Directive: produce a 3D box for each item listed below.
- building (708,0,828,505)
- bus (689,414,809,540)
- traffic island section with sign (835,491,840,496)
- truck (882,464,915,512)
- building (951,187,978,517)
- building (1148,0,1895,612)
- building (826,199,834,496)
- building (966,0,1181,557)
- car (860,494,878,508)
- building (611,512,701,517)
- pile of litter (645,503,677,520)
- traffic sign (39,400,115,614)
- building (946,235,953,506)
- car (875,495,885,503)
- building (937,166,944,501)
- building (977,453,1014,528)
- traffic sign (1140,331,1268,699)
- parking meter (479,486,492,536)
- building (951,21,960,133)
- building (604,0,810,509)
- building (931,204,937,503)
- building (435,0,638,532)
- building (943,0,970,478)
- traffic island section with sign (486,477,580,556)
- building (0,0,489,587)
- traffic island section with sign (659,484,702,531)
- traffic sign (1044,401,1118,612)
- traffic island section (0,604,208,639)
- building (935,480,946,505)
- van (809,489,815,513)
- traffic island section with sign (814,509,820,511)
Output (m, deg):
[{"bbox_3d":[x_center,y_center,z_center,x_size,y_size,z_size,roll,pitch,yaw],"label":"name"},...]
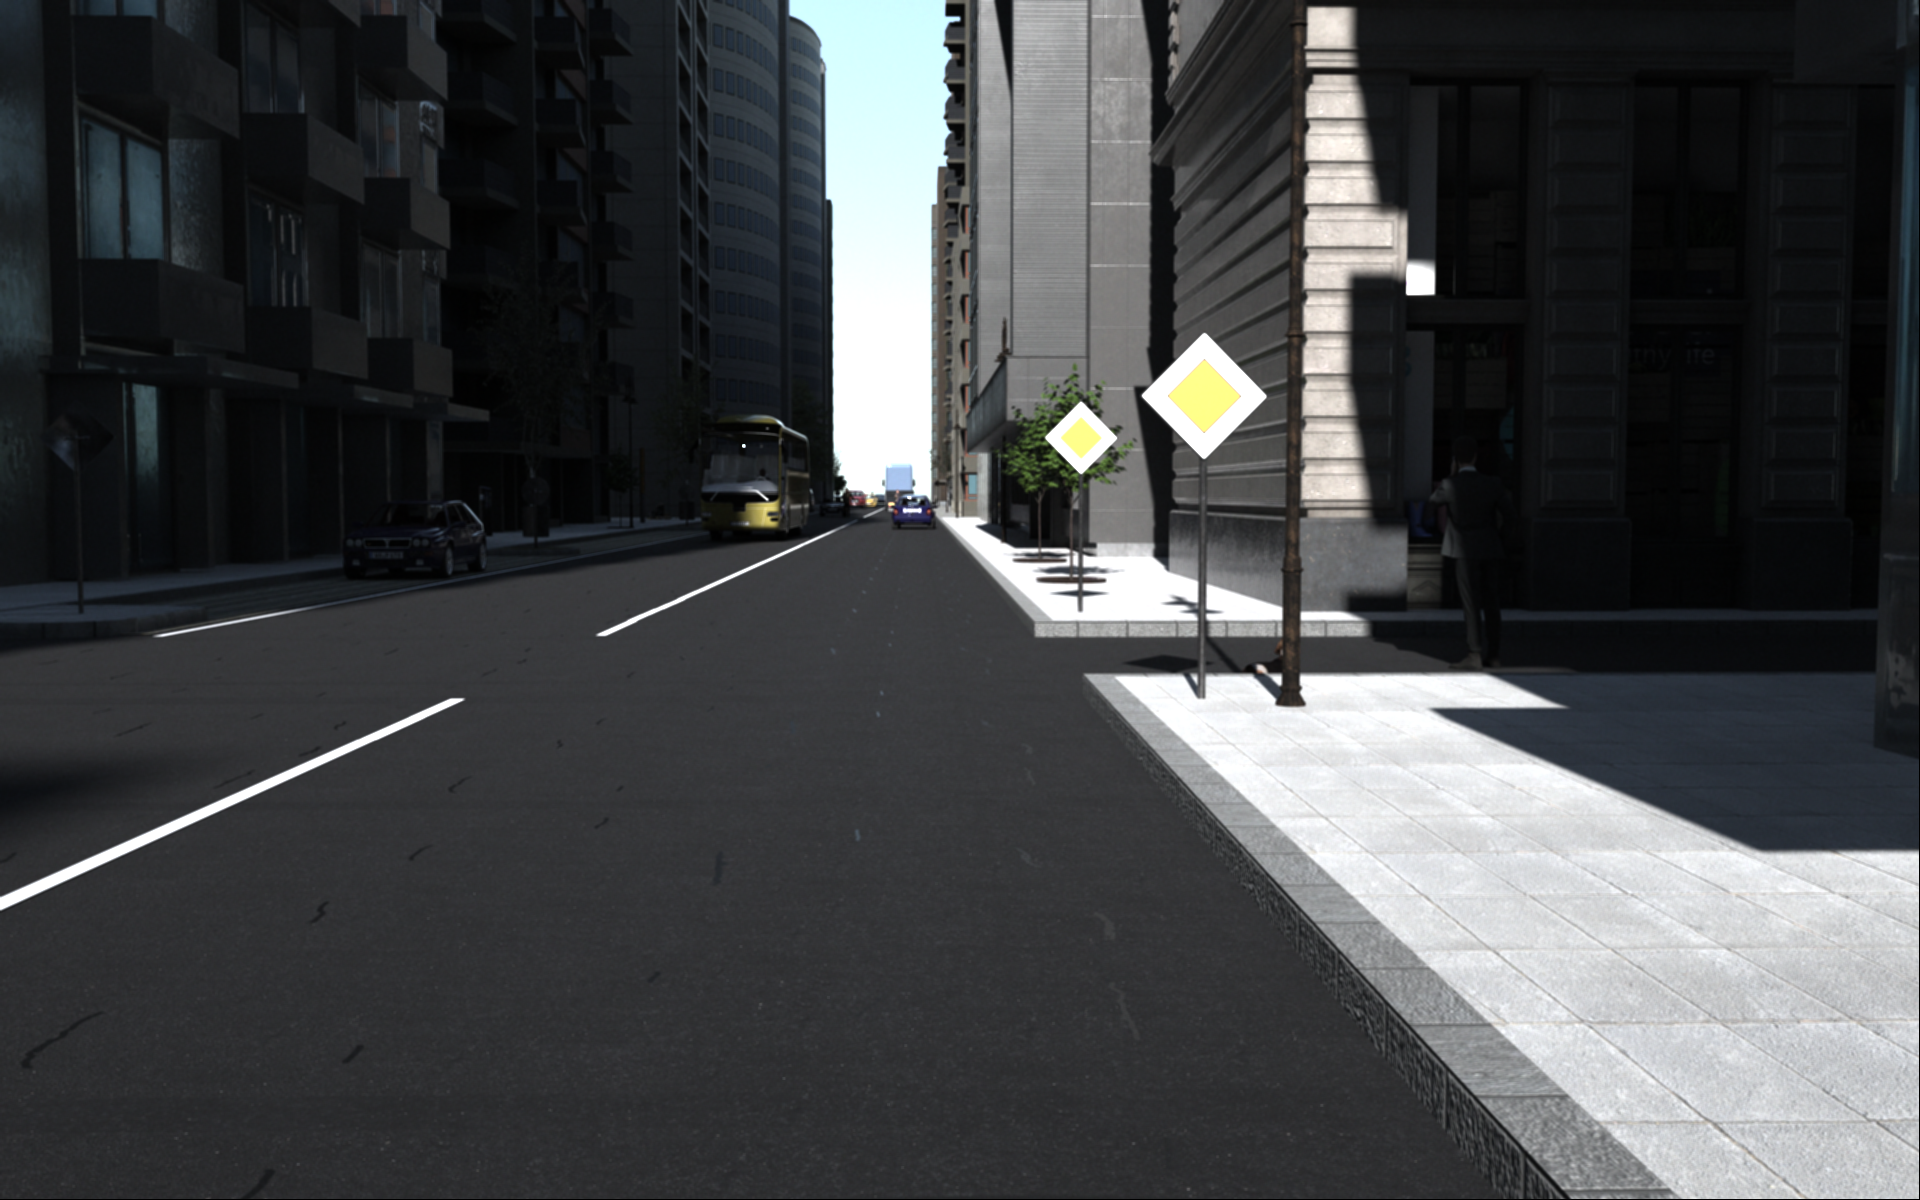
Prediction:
[{"bbox_3d":[-27.509,-40.958,211.660,21.231,58.520,28.212,0,4,-1],"label":"building"},{"bbox_3d":[-6.628,-4.001,56.963,2.896,3.916,12.252,0,4,-1],"label":"bus"},{"bbox_3d":[-14.116,-11.741,200.589,1.989,1.847,2.006,0,4,-1],"label":"traffic island section with sign"},{"bbox_3d":[-5.076,-9.652,147.562,2.967,4.110,18.799,0,4,-3],"label":"truck"},{"bbox_3d":[13.558,-16.352,112.391,27.650,21.520,28.899,0,4,-1],"label":"building"},{"bbox_3d":[12.785,-11.883,23.163,19.941,23.489,11.050,0,4,-1],"label":"building"},{"bbox_3d":[-24.396,-33.627,233.399,14.154,41.232,14.086,0,4,-1],"label":"building"},{"bbox_3d":[7.713,-14.086,49.379,14.314,24.678,30.058,0,4,-1],"label":"building"},{"bbox_3d":[-9.492,-10.395,180.184,2.015,1.641,3.980,0,3,0],"label":"car"},{"bbox_3d":[-23.541,-40.646,102.812,20.563,71.187,20.611,0,4,-1],"label":"building"},{"bbox_3d":[-15.020,-4.478,87.181,1.719,0.858,1.176,0,4,-3],"label":"pile of litter"},{"bbox_3d":[-9.434,-0.911,18.534,0.795,2.450,0.064,0,4,-1],"label":"traffic sign"},{"bbox_3d":[5.474,-25.736,192.488,14.160,30.474,14.107,0,4,-1],"label":"building"},{"bbox_3d":[-10.843,-13.703,236.407,2.083,1.381,4.827,0,4,-3],"label":"car"},{"bbox_3d":[3.879,-35.513,230.749,14.600,45.320,14.200,0,4,-1],"label":"building"},{"bbox_3d":[6.680,-18.446,79.083,11.434,29.767,29.804,0,4,-1],"label":"building"},{"bbox_3d":[1.512,-0.438,10.805,0.795,2.450,0.064,0,4,-1],"label":"traffic sign"},{"bbox_3d":[-14.450,-2.713,52.773,0.372,1.533,0.369,0,3,0],"label":"parking meter"},{"bbox_3d":[6.191,-31.344,162.581,14.600,45.320,14.200,0,4,-1],"label":"building"},{"bbox_3d":[-26.865,-45.755,186.342,20.563,71.187,20.611,0,4,-1],"label":"building"},{"bbox_3d":[2.916,-34.400,246.028,14.154,41.232,14.086,0,4,-1],"label":"building"},{"bbox_3d":[-25.378,-25.364,69.326,22.147,44.769,28.867,0,4,-1],"label":"building"},{"bbox_3d":[9.794,-29.741,140.885,22.147,44.769,28.867,0,4,-1],"label":"building"},{"bbox_3d":[-10.016,-1.958,40.649,1.989,1.847,2.006,0,4,-1],"label":"traffic island section with sign"},{"bbox_3d":[-22.980,-25.201,31.653,23.786,49.044,30.456,0,4,-1],"label":"building"},{"bbox_3d":[-10.732,-3.638,68.115,1.989,1.847,2.006,0,4,-1],"label":"traffic island section with sign"},{"bbox_3d":[1.308,-0.926,18.788,0.795,2.450,0.064,0,4,-1],"label":"traffic sign"},{"bbox_3d":[-9.457,0.225,18.596,2.009,0.180,2.903,0,4,-1],"label":"traffic island section"},{"bbox_3d":[12.930,-31.801,211.819,32.217,40.220,23.993,0,4,-1],"label":"building"},{"bbox_3d":[-12.173,-7.761,133.898,2.013,2.044,4.112,0,4,-2],"label":"van"},{"bbox_3d":[-12.690,-8.344,145.055,1.989,1.847,2.006,0,4,-1],"label":"traffic island section with sign"}]
